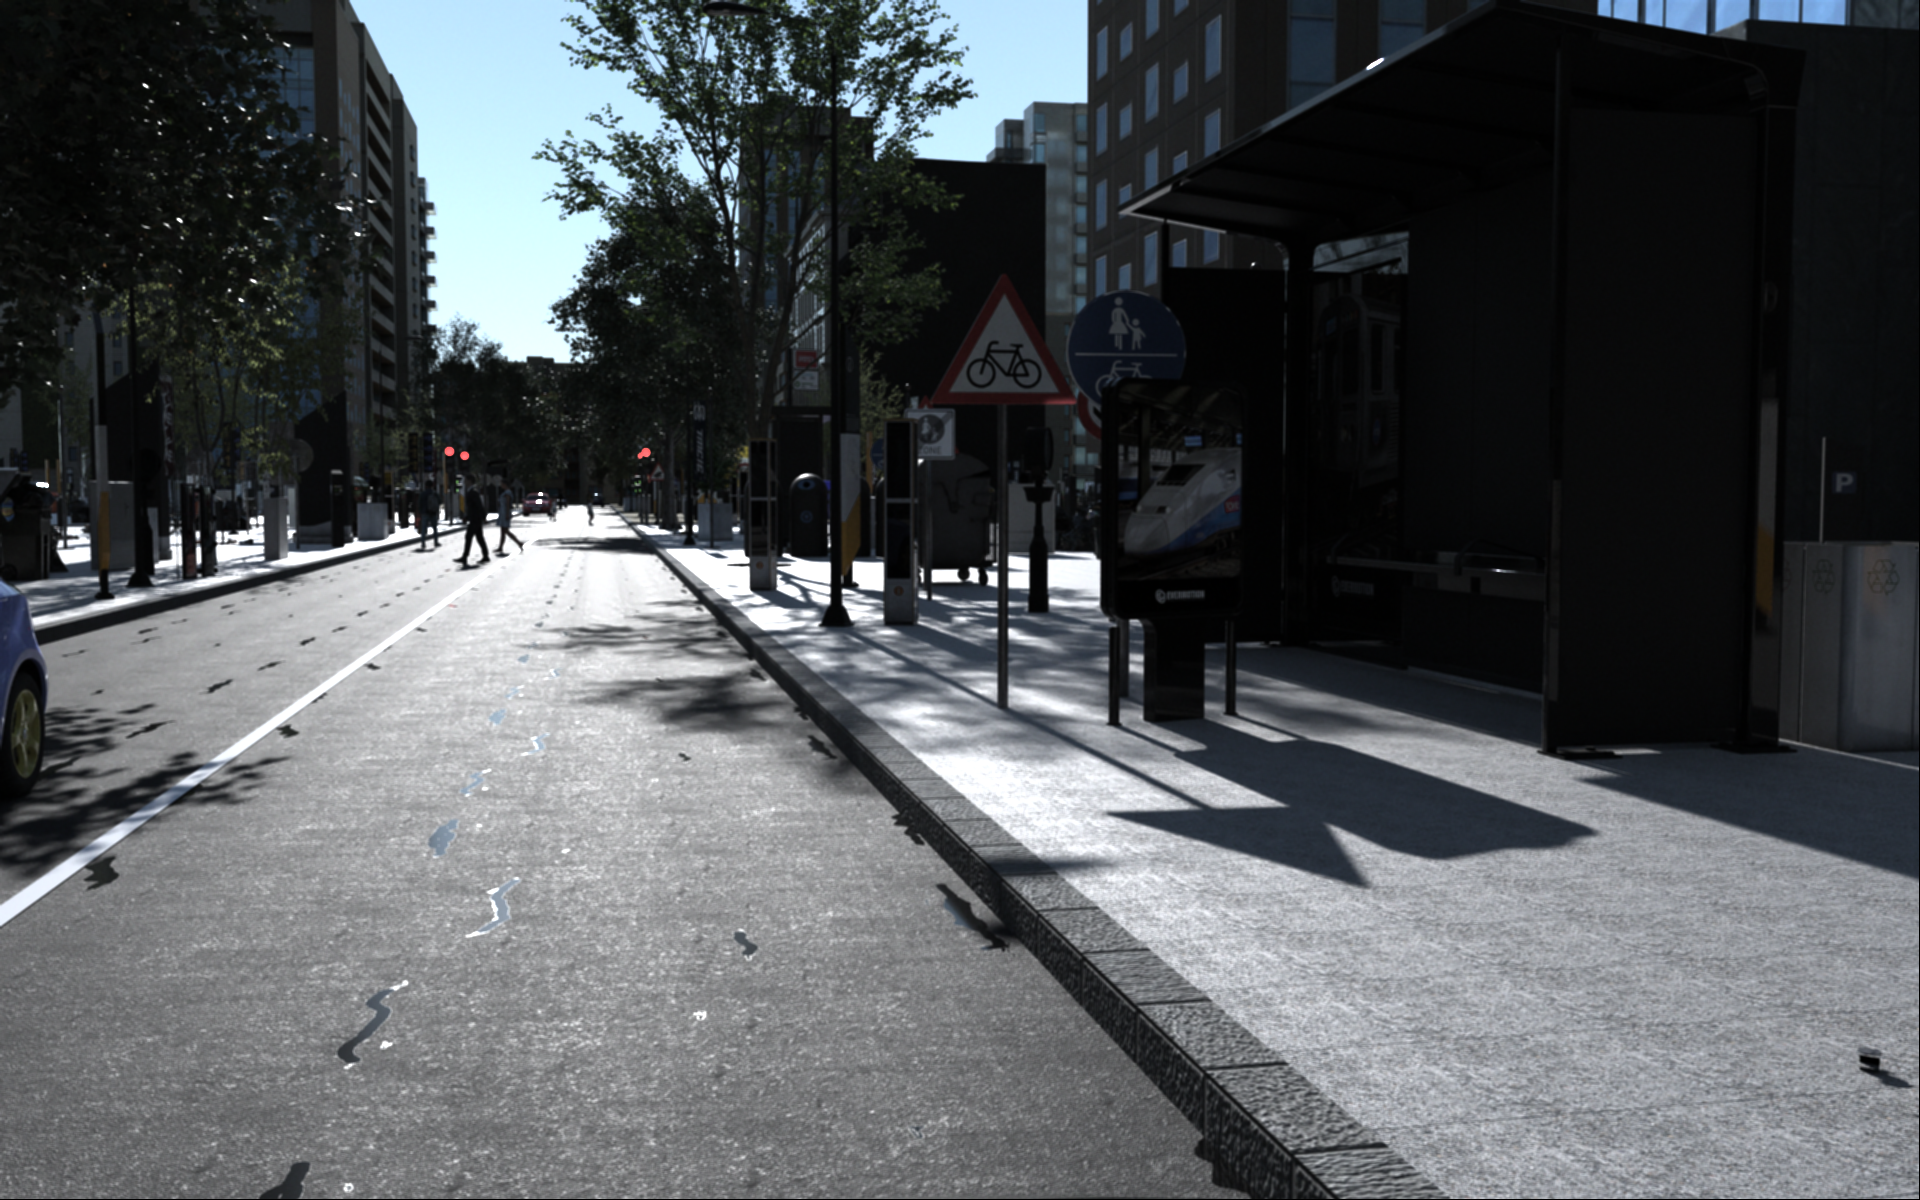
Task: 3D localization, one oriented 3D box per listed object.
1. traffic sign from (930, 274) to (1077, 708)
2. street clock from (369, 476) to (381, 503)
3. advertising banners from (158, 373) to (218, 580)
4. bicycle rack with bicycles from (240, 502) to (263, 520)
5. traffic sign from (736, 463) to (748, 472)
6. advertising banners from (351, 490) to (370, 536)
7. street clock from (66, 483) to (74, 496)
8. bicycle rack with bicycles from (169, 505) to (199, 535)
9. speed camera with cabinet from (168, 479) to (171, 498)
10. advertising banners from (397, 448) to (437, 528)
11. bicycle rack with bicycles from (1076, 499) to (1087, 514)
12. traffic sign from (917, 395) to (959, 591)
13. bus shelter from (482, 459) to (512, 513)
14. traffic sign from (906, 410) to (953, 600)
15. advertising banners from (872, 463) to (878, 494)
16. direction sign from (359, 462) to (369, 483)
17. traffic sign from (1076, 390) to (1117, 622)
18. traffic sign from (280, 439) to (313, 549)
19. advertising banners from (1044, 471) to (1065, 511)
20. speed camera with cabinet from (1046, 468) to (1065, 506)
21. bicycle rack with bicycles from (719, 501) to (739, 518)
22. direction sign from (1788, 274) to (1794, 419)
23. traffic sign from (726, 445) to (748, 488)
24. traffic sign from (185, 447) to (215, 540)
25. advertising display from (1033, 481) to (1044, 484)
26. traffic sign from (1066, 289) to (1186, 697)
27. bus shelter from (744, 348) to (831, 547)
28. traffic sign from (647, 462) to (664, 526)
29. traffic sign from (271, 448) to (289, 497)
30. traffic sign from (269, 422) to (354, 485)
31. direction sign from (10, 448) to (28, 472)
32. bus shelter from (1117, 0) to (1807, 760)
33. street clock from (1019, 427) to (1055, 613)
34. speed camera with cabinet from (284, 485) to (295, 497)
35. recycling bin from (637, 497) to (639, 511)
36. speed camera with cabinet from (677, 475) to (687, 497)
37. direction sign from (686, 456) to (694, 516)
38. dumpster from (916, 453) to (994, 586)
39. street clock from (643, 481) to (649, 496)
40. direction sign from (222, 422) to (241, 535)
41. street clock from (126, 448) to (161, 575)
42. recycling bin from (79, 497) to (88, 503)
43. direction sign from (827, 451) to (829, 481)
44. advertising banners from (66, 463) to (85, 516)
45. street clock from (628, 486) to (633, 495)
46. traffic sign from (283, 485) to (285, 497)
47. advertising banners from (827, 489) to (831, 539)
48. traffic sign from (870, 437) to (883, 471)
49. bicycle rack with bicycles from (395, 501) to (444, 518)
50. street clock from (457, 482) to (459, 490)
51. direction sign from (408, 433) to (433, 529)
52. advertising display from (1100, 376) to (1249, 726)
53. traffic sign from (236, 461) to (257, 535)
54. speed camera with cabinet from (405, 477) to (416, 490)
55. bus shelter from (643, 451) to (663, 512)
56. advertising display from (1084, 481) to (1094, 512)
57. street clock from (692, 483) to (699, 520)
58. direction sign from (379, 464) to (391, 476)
[{"bbox_3d":[0.256,-0.631,10.328,0.884,2.594,0.081,-1,4,-10],"label":"traffic sign"},{"bbox_3d":[-23.140,-3.918,68.631,0.471,2.002,0.358,1,4,22],"label":"street clock"},{"bbox_3d":[-11.668,-1.834,26.180,0.090,3.025,2.074,0,4,-4],"label":"advertising banners"},{"bbox_3d":[-34.951,-4.314,83.909,2.852,0.926,2.925,-3,5,-45],"label":"bicycle rack with bicycles"},{"bbox_3d":[-8.754,-4.309,70.556,0.768,2.556,0.104,0,4,-4],"label":"traffic sign"},{"bbox_3d":[-18.891,-3.431,52.291,2.074,3.025,0.090,-2,4,-32],"label":"advertising banners"},{"bbox_3d":[-57.291,-6.542,111.529,0.471,2.002,0.358,2,4,26],"label":"street clock"},{"bbox_3d":[-25.187,-2.531,54.762,2.925,0.926,2.852,1,4,23],"label":"bicycle rack with bicycles"},{"bbox_3d":[-48.909,-6.773,105.079,2.038,3.252,0.660,1,4,19],"label":"speed camera with cabinet"},{"bbox_3d":[-20.351,-4.209,65.006,2.074,3.025,0.090,2,4,29],"label":"advertising banners"},{"bbox_3d":[9.407,-6.675,122.524,2.925,0.926,2.852,2,4,33],"label":"bicycle rack with bicycles"},{"bbox_3d":[-0.454,-1.400,22.891,0.884,2.594,0.081,0,4,-6],"label":"traffic sign"},{"bbox_3d":[-31.786,-7.817,119.091,1.731,3.624,6.357,-1,4,-12],"label":"bus shelter"},{"bbox_3d":[-0.368,-1.145,20.848,0.606,2.300,0.079,-1,4,-9],"label":"traffic sign"},{"bbox_3d":[-4.993,-5.559,87.072,2.074,3.025,0.090,-2,4,-23],"label":"advertising banners"},{"bbox_3d":[-42.421,-8.033,123.340,0.379,3.537,0.876,2,4,24],"label":"direction sign"},{"bbox_3d":[1.536,-1.054,17.341,0.768,2.556,0.104,0,4,-4],"label":"traffic sign"},{"bbox_3d":[-15.409,-2.455,40.239,0.768,2.556,0.104,0,4,-5],"label":"traffic sign"},{"bbox_3d":[3.454,-4.150,64.048,0.090,3.025,2.074,2,4,34],"label":"advertising banners"},{"bbox_3d":[6.251,-7.264,113.108,2.038,3.252,0.660,-1,4,-18],"label":"speed camera with cabinet"},{"bbox_3d":[-12.313,-4.936,94.090,2.925,0.926,2.852,-2,4,-34],"label":"bicycle rack with bicycles"},{"bbox_3d":[8.164,-1.594,18.060,0.876,3.537,0.379,1,4,17],"label":"direction sign"},{"bbox_3d":[-8.827,-4.777,71.974,2.265,3.308,0.079,-1,4,-10],"label":"traffic sign"},{"bbox_3d":[-20.660,-2.874,47.094,0.768,2.556,0.104,0,4,-5],"label":"traffic sign"},{"bbox_3d":[2.582,-3.374,60.380,0.123,1.923,0.974,-2,4,-34],"label":"advertising display"},{"bbox_3d":[1.031,-0.660,10.901,0.768,2.556,0.104,0,4,-8],"label":"traffic sign"},{"bbox_3d":[-4.444,-4.144,45.391,2.179,5.291,8.768,-1,4,-12],"label":"bus shelter"},{"bbox_3d":[-12.090,-4.251,69.503,0.884,2.594,0.081,0,4,-4],"label":"traffic sign"},{"bbox_3d":[-18.652,-2.904,47.585,0.768,2.556,0.104,0,4,-5],"label":"traffic sign"},{"bbox_3d":[-18.229,-3.355,48.721,2.265,3.308,0.079,0,4,-7],"label":"traffic sign"},{"bbox_3d":[-49.436,-6.062,91.115,0.876,3.537,0.379,0,4,3],"label":"direction sign"},{"bbox_3d":[2.751,-1.232,11.434,1.731,3.624,6.357,-1,4,-12],"label":"bus shelter"},{"bbox_3d":[0.854,-0.869,18.778,0.358,2.002,0.471,1,4,15],"label":"street clock"},{"bbox_3d":[-24.904,-4.413,66.493,2.038,3.252,0.660,-2,4,-33],"label":"speed camera with cabinet"},{"bbox_3d":[-24.961,-7.319,132.221,0.722,1.027,0.722,1,4,14],"label":"recycling bin"},{"bbox_3d":[-19.155,-7.912,123.691,2.038,3.252,0.660,-2,4,-33],"label":"speed camera with cabinet"},{"bbox_3d":[-15.879,-6.796,103.110,0.876,3.537,0.379,0,4,-7],"label":"direction sign"},{"bbox_3d":[-0.273,-1.166,24.828,1.264,1.857,1.865,-1,4,-12],"label":"dumpster"},{"bbox_3d":[-17.241,-5.544,95.212,0.358,2.002,0.471,0,4,-2],"label":"street clock"},{"bbox_3d":[-22.998,-3.838,54.754,0.379,3.537,0.876,1,4,11],"label":"direction sign"},{"bbox_3d":[-12.881,-1.394,27.370,0.471,2.002,0.358,-3,5,-41],"label":"street clock"},{"bbox_3d":[-72.546,-7.978,142.991,0.722,1.027,0.722,1,4,16],"label":"recycling bin"},{"bbox_3d":[-6.910,-6.050,90.906,0.379,3.537,0.876,-1,4,-10],"label":"direction sign"},{"bbox_3d":[-50.463,-6.275,98.791,2.074,3.025,0.090,2,4,29],"label":"advertising banners"},{"bbox_3d":[-27.692,-8.629,145.650,0.471,2.002,0.358,3,5,45],"label":"street clock"},{"bbox_3d":[-22.026,-3.320,56.407,0.606,2.300,0.079,0,4,-3],"label":"traffic sign"},{"bbox_3d":[-3.907,-3.307,50.262,0.090,3.025,2.074,-1,4,-18],"label":"advertising banners"},{"bbox_3d":[-1.616,-2.351,38.551,0.768,2.556,0.104,0,4,-3],"label":"traffic sign"},{"bbox_3d":[-29.777,-4.984,94.875,2.925,0.926,2.852,3,5,42],"label":"bicycle rack with bicycles"},{"bbox_3d":[-30.142,-6.088,104.107,0.358,2.002,0.471,-2,4,-31],"label":"street clock"},{"bbox_3d":[-19.867,-4.396,63.870,0.876,3.537,0.379,0,4,-1],"label":"direction sign"},{"bbox_3d":[1.218,-0.281,9.802,0.974,1.923,0.123,-2,4,-32],"label":"advertising display"},{"bbox_3d":[-22.149,-3.161,53.807,0.606,2.300,0.079,0,4,-5],"label":"traffic sign"},{"bbox_3d":[-39.934,-8.177,128.022,2.038,3.252,0.660,-2,4,-32],"label":"speed camera with cabinet"},{"bbox_3d":[-21.199,-8.760,120.853,2.179,5.291,8.768,-1,4,-12],"label":"bus shelter"},{"bbox_3d":[6.388,-4.834,84.241,0.123,1.923,0.974,-2,4,-34],"label":"advertising display"},{"bbox_3d":[-12.866,-4.887,84.471,0.358,2.002,0.471,1,4,20],"label":"street clock"},{"bbox_3d":[-43.843,-8.567,132.060,0.876,3.537,0.379,-2,4,-32],"label":"direction sign"}]
